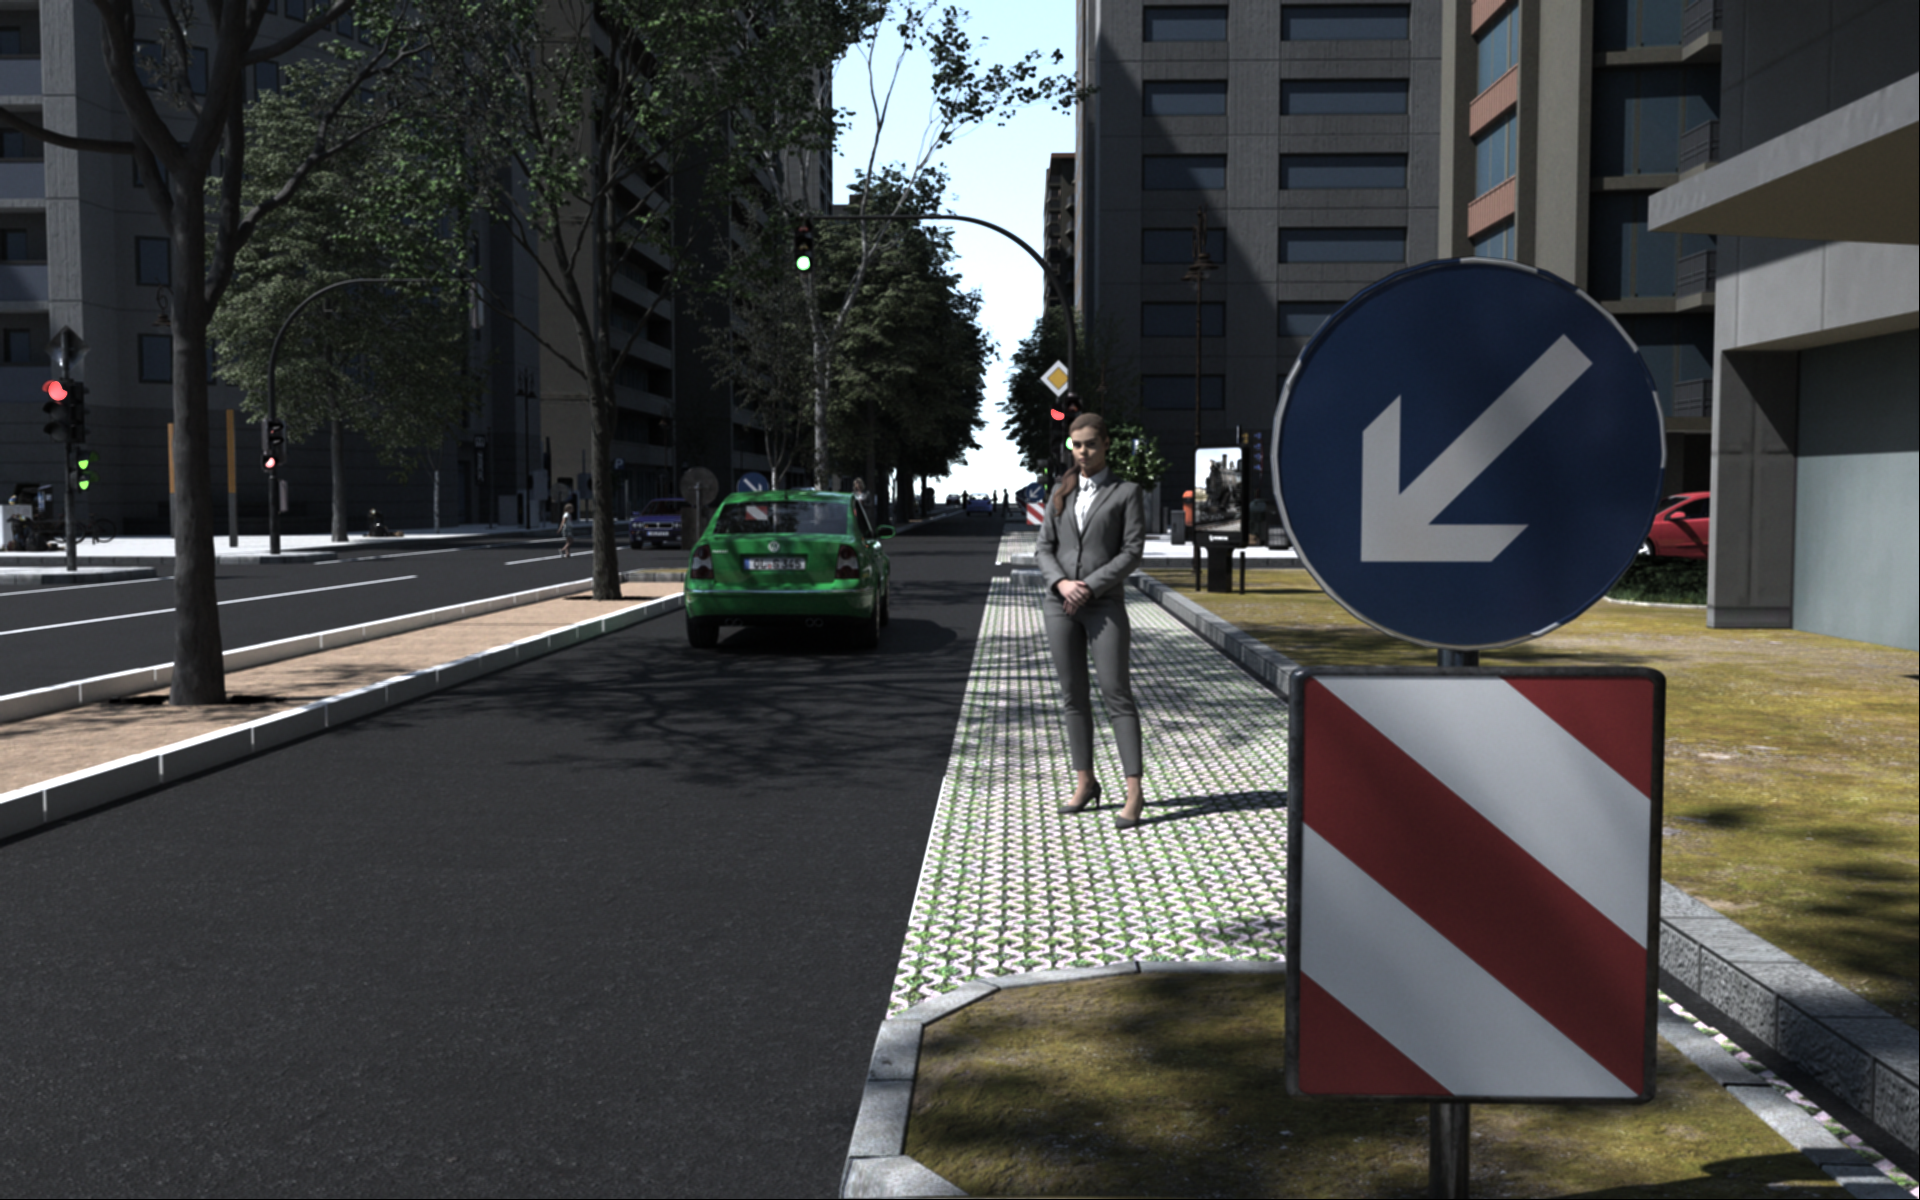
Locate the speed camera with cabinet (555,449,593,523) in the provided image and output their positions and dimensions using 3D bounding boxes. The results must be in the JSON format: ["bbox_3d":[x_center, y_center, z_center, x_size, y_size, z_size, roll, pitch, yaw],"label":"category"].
[{"bbox_3d":[-16.875,-5.003,76.142,0.660,3.252,2.038,2,4,32],"label":"speed camera with cabinet"}]

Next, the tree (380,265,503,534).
[{"bbox_3d":[-16.832,-6.437,55.601,4.737,8.622,4.395,0,3,0],"label":"tree"}]

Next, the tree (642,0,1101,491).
[{"bbox_3d":[-2.805,-11.635,48.574,12.611,20.169,13.585,0,3,0],"label":"tree"}]

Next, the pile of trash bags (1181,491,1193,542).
[{"bbox_3d":[6.803,-2.257,46.659,1.912,1.369,3.447,2,4,30],"label":"pile of trash bags"}]

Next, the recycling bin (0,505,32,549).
[{"bbox_3d":[-22.254,-1.713,40.557,0.722,1.027,0.722,2,4,31],"label":"recycling bin"}]

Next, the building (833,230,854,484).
[{"bbox_3d":[-28.365,-32.858,229.112,32.217,40.220,23.993,0,4,2],"label":"building"}]

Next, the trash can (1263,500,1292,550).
[{"bbox_3d":[7.329,-1.721,39.795,0.748,1.137,0.748,0,3,0],"label":"trash can"}]

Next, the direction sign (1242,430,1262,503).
[{"bbox_3d":[10.306,-4.244,61.379,0.876,3.537,0.379,3,5,42],"label":"direction sign"}]

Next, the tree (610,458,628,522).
[{"bbox_3d":[-16.347,-5.190,79.458,1.663,3.219,1.824,0,3,0],"label":"tree"}]

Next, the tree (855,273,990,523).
[{"bbox_3d":[-2.703,-11.320,94.189,9.857,13.997,8.962,0,3,0],"label":"tree"}]

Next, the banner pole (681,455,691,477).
[{"bbox_3d":[-17.620,-7.459,111.970,0.863,3.779,0.401,1,4,10],"label":"banner pole"}]

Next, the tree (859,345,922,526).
[{"bbox_3d":[-2.992,-7.597,77.032,4.737,8.622,4.395,0,3,0],"label":"tree"}]

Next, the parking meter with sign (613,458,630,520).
[{"bbox_3d":[-16.528,-5.420,84.878,0.543,3.016,1.738,0,3,0],"label":"parking meter with sign"}]

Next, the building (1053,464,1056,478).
[{"bbox_3d":[20.752,-52.363,168.804,22.319,86.520,31.000,0,4,2],"label":"building"}]

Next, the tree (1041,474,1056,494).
[{"bbox_3d":[7.525,-9.083,143.114,1.663,3.219,1.824,0,3,0],"label":"tree"}]

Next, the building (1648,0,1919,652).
[{"bbox_3d":[17.881,-25.276,2.498,28.713,52.752,27.495,0,4,2],"label":"building"}]

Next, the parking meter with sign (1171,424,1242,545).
[{"bbox_3d":[6.199,-2.898,43.635,1.738,3.016,0.543,0,4,5],"label":"parking meter with sign"}]

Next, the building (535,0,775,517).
[{"bbox_3d":[-25.283,-30.519,122.687,21.300,48.544,21.600,0,4,2],"label":"building"}]

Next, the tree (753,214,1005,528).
[{"bbox_3d":[-3.069,-9.103,68.300,9.611,12.733,9.660,0,3,0],"label":"tree"}]

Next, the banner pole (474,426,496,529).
[{"bbox_3d":[-17.510,-4.510,63.755,0.401,3.779,0.863,3,5,44],"label":"banner pole"}]

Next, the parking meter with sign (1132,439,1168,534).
[{"bbox_3d":[6.122,-3.619,55.424,0.543,3.016,1.738,2,4,30],"label":"parking meter with sign"}]

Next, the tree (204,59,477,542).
[{"bbox_3d":[-17.116,-7.835,46.230,7.486,12.596,7.792,0,3,0],"label":"tree"}]

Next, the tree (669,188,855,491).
[{"bbox_3d":[-4.322,-5.356,40.398,4.360,8.622,3.978,0,3,0],"label":"tree"}]

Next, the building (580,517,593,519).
[{"bbox_3d":[-28.794,-28.961,97.211,21.300,48.544,21.600,0,4,2],"label":"building"}]

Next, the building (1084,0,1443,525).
[{"bbox_3d":[16.649,-33.153,84.048,21.231,58.520,28.212,0,4,2],"label":"building"}]

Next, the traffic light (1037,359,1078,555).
[{"bbox_3d":[2.040,-2.897,36.285,0.839,4.253,0.868,0,4,2],"label":"traffic light"}]

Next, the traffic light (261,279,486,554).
[{"bbox_3d":[-12.471,-3.796,36.738,4.771,5.953,1.251,0,4,2],"label":"traffic light"}]

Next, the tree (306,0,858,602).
[{"bbox_3d":[-4.876,-5.807,23.160,9.928,11.665,9.643,0,3,0],"label":"tree"}]

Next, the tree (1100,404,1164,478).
[{"bbox_3d":[5.805,-4.875,63.416,4.285,4.588,4.351,0,3,0],"label":"tree"}]

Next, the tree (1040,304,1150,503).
[{"bbox_3d":[5.230,-7.211,68.259,4.737,8.622,4.395,0,3,0],"label":"tree"}]

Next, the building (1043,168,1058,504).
[{"bbox_3d":[22.559,-37.955,244.262,21.300,48.544,21.600,0,4,2],"label":"building"}]

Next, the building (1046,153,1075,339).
[{"bbox_3d":[22.086,-34.487,218.494,22.147,44.769,28.867,0,4,2],"label":"building"}]

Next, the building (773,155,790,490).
[{"bbox_3d":[-22.152,-22.598,141.173,14.160,30.474,14.107,0,4,2],"label":"building"}]

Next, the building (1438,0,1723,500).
[{"bbox_3d":[27.199,-24.049,47.821,28.867,44.769,22.147,0,4,2],"label":"building"}]

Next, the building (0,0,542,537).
[{"bbox_3d":[-30.099,-31.932,64.086,21.231,58.520,28.212,0,4,2],"label":"building"}]

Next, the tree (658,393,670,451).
[{"bbox_3d":[-15.021,-9.135,99.721,4.360,8.622,3.978,0,3,0],"label":"tree"}]

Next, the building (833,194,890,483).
[{"bbox_3d":[-18.059,-37.432,262.121,14.600,45.320,14.200,0,4,2],"label":"building"}]

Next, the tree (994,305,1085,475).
[{"bbox_3d":[5.775,-11.388,104.325,7.486,12.596,7.792,0,3,0],"label":"tree"}]

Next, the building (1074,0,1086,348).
[{"bbox_3d":[15.552,-29.138,126.509,14.600,45.320,14.200,0,4,2],"label":"building"}]

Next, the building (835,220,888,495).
[{"bbox_3d":[-17.797,-34.527,248.115,14.154,41.232,14.086,0,4,2],"label":"building"}]

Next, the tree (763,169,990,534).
[{"bbox_3d":[-3.016,-8.507,59.667,7.486,12.596,7.792,0,3,0],"label":"tree"}]

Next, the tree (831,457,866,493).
[{"bbox_3d":[-12.131,-15.540,188.484,8.767,10.594,7.601,0,3,0],"label":"tree"}]

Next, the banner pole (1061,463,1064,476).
[{"bbox_3d":[5.342,-6.165,90.822,0.401,3.779,0.863,-1,4,-10],"label":"banner pole"}]

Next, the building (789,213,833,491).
[{"bbox_3d":[-20.782,-24.769,176.679,14.160,30.474,14.107,0,4,2],"label":"building"}]

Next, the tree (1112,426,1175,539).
[{"bbox_3d":[5.190,-3.368,49.668,1.663,3.219,1.824,0,3,0],"label":"tree"}]

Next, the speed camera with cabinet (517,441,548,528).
[{"bbox_3d":[-16.210,-4.357,65.579,0.660,3.252,2.038,-2,4,-32],"label":"speed camera with cabinet"}]

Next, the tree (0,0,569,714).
[{"bbox_3d":[-5.226,-6.039,11.558,12.009,13.543,11.850,0,3,0],"label":"tree"}]

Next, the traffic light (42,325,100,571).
[{"bbox_3d":[-14.804,-2.438,28.784,0.839,4.253,0.868,0,4,2],"label":"traffic light"}]

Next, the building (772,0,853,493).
[{"bbox_3d":[-23.528,-46.942,205.752,20.563,71.187,20.611,0,4,2],"label":"building"}]
